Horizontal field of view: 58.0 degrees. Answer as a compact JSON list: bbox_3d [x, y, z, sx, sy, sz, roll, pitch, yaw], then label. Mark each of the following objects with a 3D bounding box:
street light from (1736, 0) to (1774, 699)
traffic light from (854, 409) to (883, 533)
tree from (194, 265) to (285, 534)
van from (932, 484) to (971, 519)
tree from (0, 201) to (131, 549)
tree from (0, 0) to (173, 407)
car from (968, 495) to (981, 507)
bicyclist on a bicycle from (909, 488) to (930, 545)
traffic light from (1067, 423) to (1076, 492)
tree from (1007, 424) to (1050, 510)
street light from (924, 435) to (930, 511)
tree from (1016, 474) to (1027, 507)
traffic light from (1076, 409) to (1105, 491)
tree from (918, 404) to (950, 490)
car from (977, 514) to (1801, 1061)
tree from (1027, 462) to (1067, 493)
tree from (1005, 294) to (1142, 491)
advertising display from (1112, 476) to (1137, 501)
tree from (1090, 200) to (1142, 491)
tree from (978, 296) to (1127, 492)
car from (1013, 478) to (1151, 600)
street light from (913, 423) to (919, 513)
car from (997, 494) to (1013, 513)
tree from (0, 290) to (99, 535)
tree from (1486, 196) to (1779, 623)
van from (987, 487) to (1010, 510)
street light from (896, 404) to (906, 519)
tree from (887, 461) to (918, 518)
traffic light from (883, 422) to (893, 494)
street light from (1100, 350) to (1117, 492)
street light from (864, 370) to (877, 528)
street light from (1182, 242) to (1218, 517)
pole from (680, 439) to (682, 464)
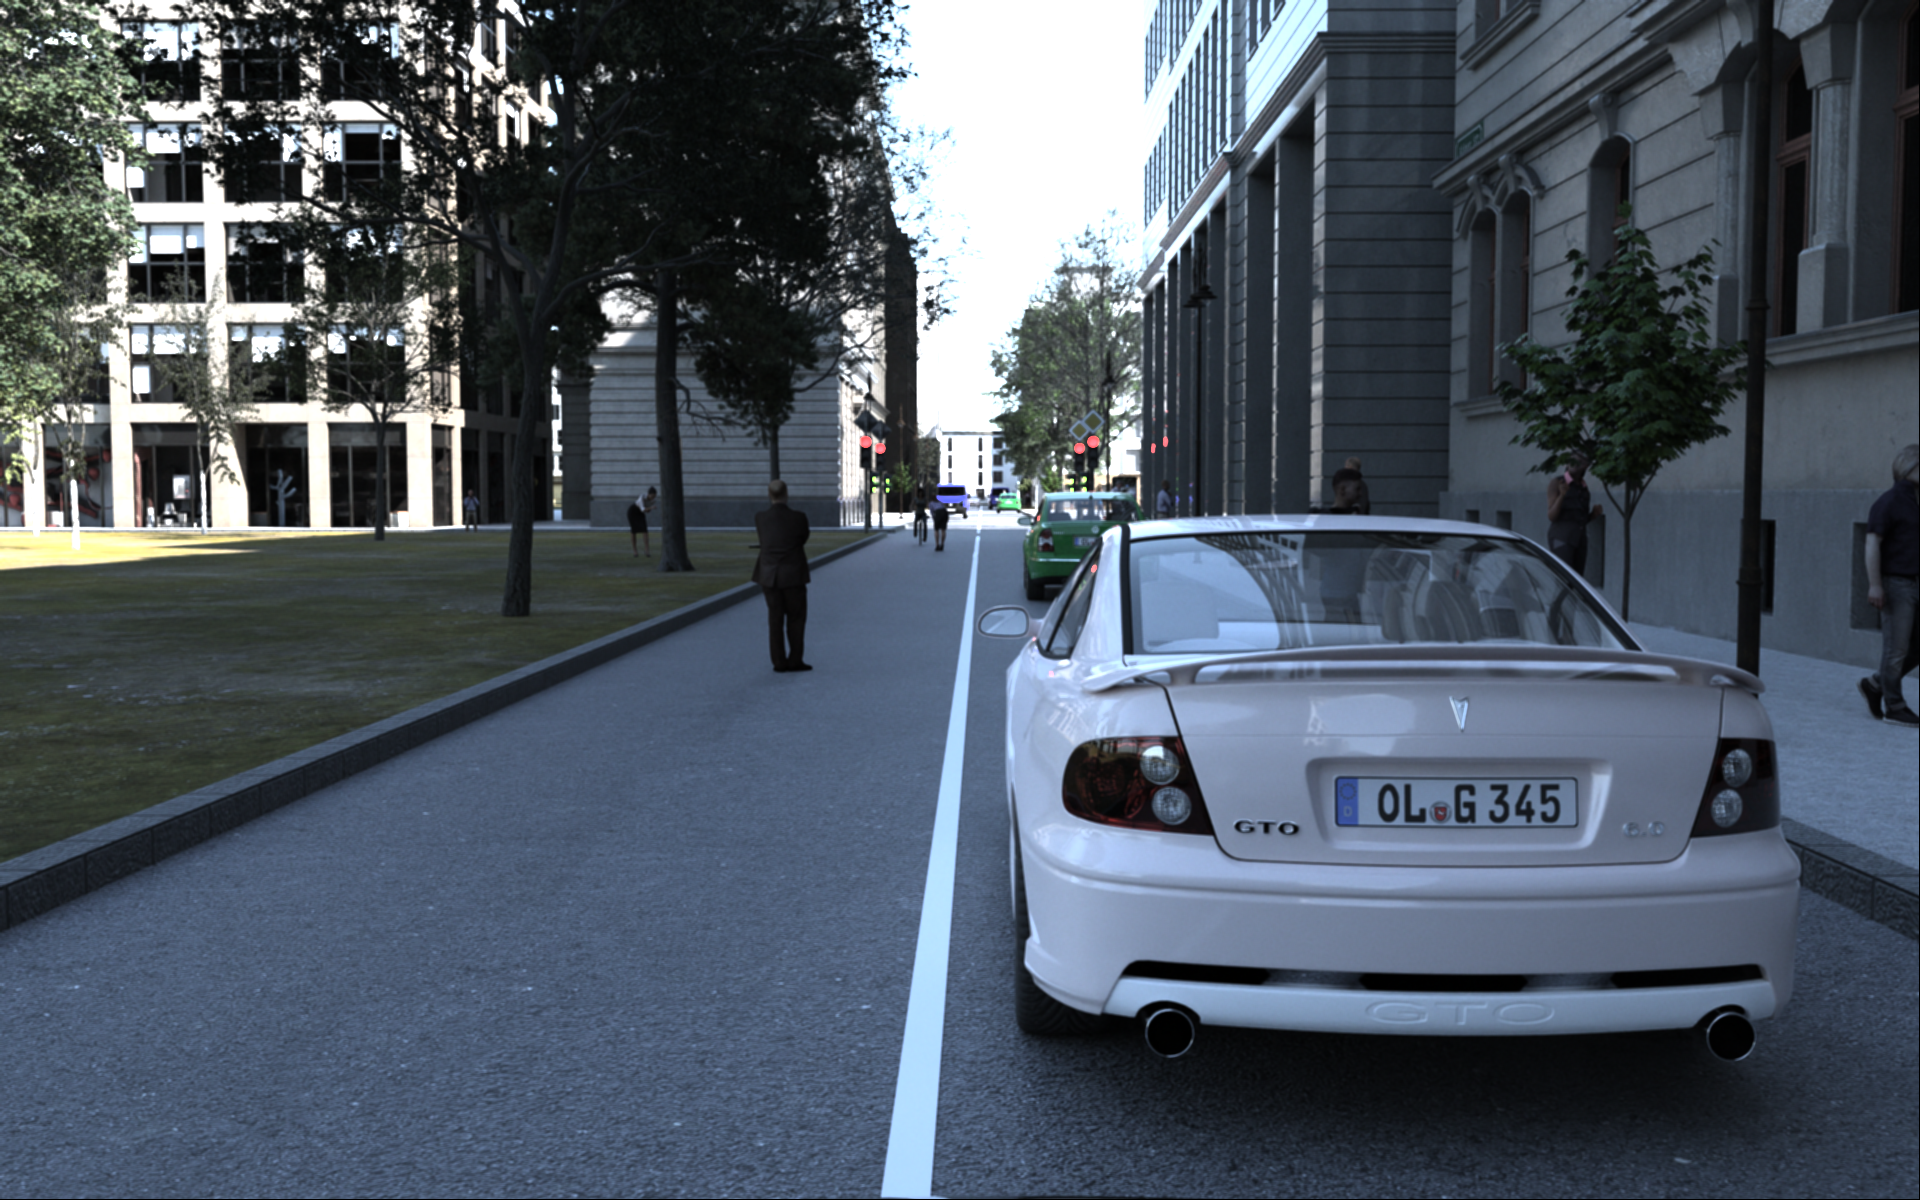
[{"bbox_3d":[4.088,-2.204,8.830,0.468,5.910,1.993,0,4,1],"label":"street light"},{"bbox_3d":[-3.046,-4.125,56.683,0.839,4.213,0.868,0,4,1],"label":"traffic light"},{"bbox_3d":[-23.905,-6.405,55.088,4.360,8.622,3.978,0,3,0],"label":"tree"},{"bbox_3d":[-0.481,-5.948,101.639,2.240,2.365,5.245,0,4,1],"label":"van"},{"bbox_3d":[-20.737,-5.474,39.870,4.360,8.622,3.978,0,3,0],"label":"tree"},{"bbox_3d":[-18.850,-7.530,29.777,9.857,13.997,8.962,0,3,0],"label":"tree"},{"bbox_3d":[1.222,-10.750,188.116,2.083,1.381,4.827,0,4,0],"label":"car"},{"bbox_3d":[-1.110,-2.384,48.993,1.499,1.676,1.625,0,4,-1],"label":"bicyclist on a bicycle"},{"bbox_3d":[4.420,-4.608,64.588,0.839,4.213,0.868,0,4,1],"label":"traffic light"},{"bbox_3d":[6.016,-11.642,140.709,4.737,8.622,4.395,0,3,0],"label":"tree"},{"bbox_3d":[-2.516,-9.812,133.208,0.468,5.910,1.993,0,4,1],"label":"street light"},{"bbox_3d":[6.054,-10.489,166.092,1.663,3.219,1.824,0,3,0],"label":"tree"},{"bbox_3d":[4.315,-4.120,56.603,0.839,4.213,0.868,0,4,1],"label":"traffic light"},{"bbox_3d":[-2.993,-11.435,137.328,4.360,8.622,3.978,0,3,0],"label":"tree"},{"bbox_3d":[1.092,0.392,5.954,2.083,1.381,4.827,0,4,1],"label":"car"},{"bbox_3d":[5.341,-6.677,103.778,1.663,3.219,1.824,0,3,0],"label":"tree"},{"bbox_3d":[5.998,-9.767,85.442,9.928,11.665,9.643,0,3,0],"label":"tree"},{"bbox_3d":[6.041,-3.575,63.666,0.974,1.923,0.123,-1,4,-21],"label":"advertising display"},{"bbox_3d":[5.596,-9.888,72.042,12.009,13.543,11.850,0,3,0],"label":"tree"},{"bbox_3d":[6.305,-12.519,111.342,9.857,13.997,8.962,0,3,0],"label":"tree"},{"bbox_3d":[1.807,-0.976,24.752,1.959,1.807,4.718,0,4,1],"label":"car"},{"bbox_3d":[-2.816,-8.419,110.442,0.468,5.910,1.993,0,4,1],"label":"street light"},{"bbox_3d":[3.629,-7.370,129.299,1.959,1.807,4.718,0,4,2],"label":"car"},{"bbox_3d":[-28.916,-6.304,53.434,4.737,8.622,4.395,0,3,0],"label":"tree"},{"bbox_3d":[4.281,-1.030,11.443,1.663,3.219,1.824,0,3,0],"label":"tree"},{"bbox_3d":[3.664,-9.649,162.141,2.240,2.365,5.245,0,4,-1],"label":"van"},{"bbox_3d":[-2.985,-7.027,87.678,0.468,5.910,1.993,0,4,1],"label":"street light"},{"bbox_3d":[-3.010,-5.983,92.430,1.663,3.219,1.824,0,3,0],"label":"tree"},{"bbox_3d":[-2.941,-4.613,64.668,0.839,4.213,0.868,0,4,1],"label":"traffic light"},{"bbox_3d":[4.764,-5.071,55.696,0.468,5.910,1.993,0,4,1],"label":"street light"},{"bbox_3d":[-3.383,-5.635,64.916,0.468,5.910,1.993,0,4,1],"label":"street light"},{"bbox_3d":[4.409,-3.621,31.984,0.468,5.910,1.993,0,4,1],"label":"street light"},{"bbox_3d":[-10.388,-4.294,64.044,0.158,3.312,0.155,0,3,0],"label":"pole"}]
